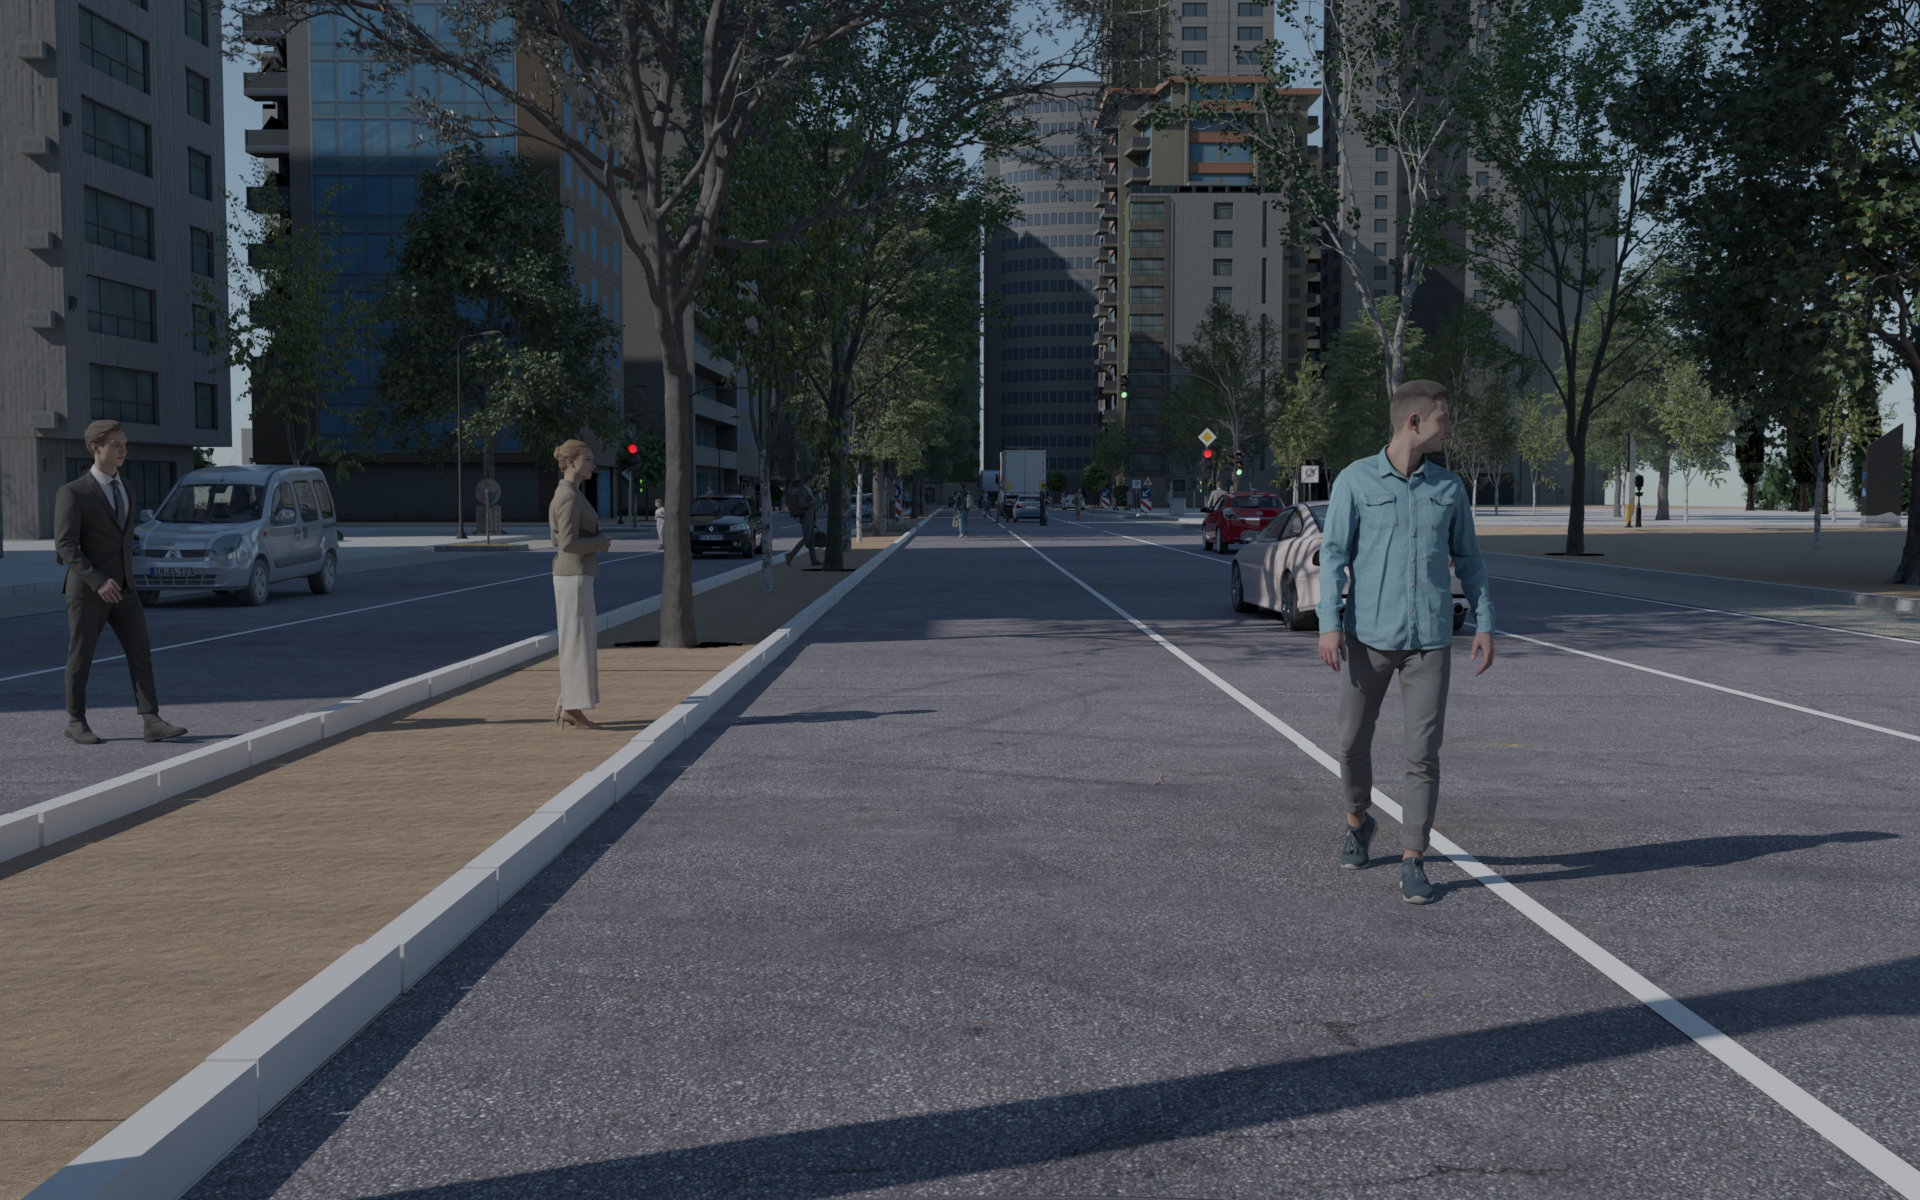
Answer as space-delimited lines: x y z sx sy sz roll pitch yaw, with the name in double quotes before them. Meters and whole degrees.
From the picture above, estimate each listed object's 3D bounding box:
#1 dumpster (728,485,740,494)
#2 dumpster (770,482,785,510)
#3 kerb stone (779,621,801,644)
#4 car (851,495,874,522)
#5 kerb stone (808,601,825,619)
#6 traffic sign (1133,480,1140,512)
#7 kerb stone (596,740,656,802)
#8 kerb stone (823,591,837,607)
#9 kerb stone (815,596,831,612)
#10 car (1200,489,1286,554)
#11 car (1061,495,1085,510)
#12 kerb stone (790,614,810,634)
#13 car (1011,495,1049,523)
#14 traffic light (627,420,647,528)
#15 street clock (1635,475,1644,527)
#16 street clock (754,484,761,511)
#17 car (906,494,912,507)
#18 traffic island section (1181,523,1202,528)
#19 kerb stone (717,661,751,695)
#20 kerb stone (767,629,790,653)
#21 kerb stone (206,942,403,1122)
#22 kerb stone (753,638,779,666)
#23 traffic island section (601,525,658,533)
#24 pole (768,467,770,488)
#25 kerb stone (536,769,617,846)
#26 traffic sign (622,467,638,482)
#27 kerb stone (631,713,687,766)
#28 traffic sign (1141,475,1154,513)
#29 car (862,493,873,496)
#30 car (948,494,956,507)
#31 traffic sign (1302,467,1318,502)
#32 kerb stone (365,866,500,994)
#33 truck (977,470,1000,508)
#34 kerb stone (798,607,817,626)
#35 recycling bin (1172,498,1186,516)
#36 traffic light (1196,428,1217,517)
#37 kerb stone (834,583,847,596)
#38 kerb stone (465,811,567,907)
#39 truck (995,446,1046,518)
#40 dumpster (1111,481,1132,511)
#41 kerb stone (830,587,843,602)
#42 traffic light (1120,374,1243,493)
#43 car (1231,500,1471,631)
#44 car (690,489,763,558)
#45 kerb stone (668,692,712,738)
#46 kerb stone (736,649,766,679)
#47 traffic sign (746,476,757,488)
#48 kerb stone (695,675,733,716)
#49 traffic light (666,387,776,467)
"dumpster" -14.564 -6.608 113.796 1.264 1.857 1.865 0 3 0
"dumpster" -14.542 -8.147 135.702 1.502 2.255 1.985 0 3 0
"kerb stone" -1.666 0.335 16.729 0.120 0.150 1.000 0 3 0
"car" -5.159 -4.769 89.983 2.014 1.417 4.499 0 4 0
"kerb stone" -1.678 0.150 19.813 0.120 0.150 1.000 0 3 0
"traffic sign" 12.905 -7.619 126.708 0.606 2.300 0.079 0 4 0
"kerb stone" -1.655 0.846 8.528 0.120 0.150 1.000 0 3 0
"kerb stone" -1.680 0.024 21.858 0.120 0.150 1.000 0 3 0
"kerb stone" -1.683 0.083 20.834 0.120 0.150 1.000 0 3 0
"car" 7.062 -2.061 42.741 2.155 1.783 4.494 0 4 1
"car" 10.180 -8.760 155.585 2.083 1.381 4.827 0 4 -1
"kerb stone" -1.670 0.275 17.760 0.120 0.150 1.000 0 3 0
"car" 3.576 -4.670 88.364 2.014 1.417 4.499 0 4 2
"traffic light" -12.294 -4.684 65.502 0.839 4.253 0.868 0 3 0
"street clock" 26.083 -3.790 66.534 0.358 2.002 0.471 0 4 8
"street clock" -14.678 -7.414 125.796 0.471 2.002 0.358 0 4 7
"car" -5.133 -11.211 193.087 2.009 1.686 4.222 0 4 -2
"traffic island section" 10.497 -3.142 73.646 2.009 0.180 2.903 0 3 0
"kerb stone" -1.665 0.586 12.617 0.120 0.150 1.000 0 3 0
"kerb stone" -1.671 0.404 15.701 0.120 0.150 1.000 0 3 0
"kerb stone" -1.655 1.086 4.439 0.120 0.150 1.000 0 3 0
"kerb stone" -1.663 0.460 14.675 0.120 0.150 1.000 0 3 0
"traffic island section" -12.334 -2.652 65.637 2.009 0.180 2.903 0 3 0
"pole" -14.398 -8.332 130.066 0.158 3.312 0.155 0 3 0
"kerb stone" -1.658 0.899 7.504 0.120 0.150 1.000 0 3 0
"traffic sign" -14.658 -4.725 76.980 0.795 2.593 0.064 0 4 5
"kerb stone" -1.660 0.773 9.549 0.120 0.150 1.000 0 3 0
"traffic sign" 12.503 -7.052 115.306 0.884 2.594 0.081 1 4 9
"car" -5.851 -6.233 110.708 1.959 1.807 4.718 0 4 -1
"car" -0.368 -11.356 197.469 2.131 1.459 4.920 0 4 2
"traffic sign" 12.752 -3.731 63.135 0.606 2.300 0.079 0 4 5
"kerb stone" -1.653 1.030 5.461 0.120 0.150 1.000 0 3 0
"truck" 3.439 -12.194 189.125 2.967 4.110 18.799 0 4 0
"kerb stone" -1.677 0.209 18.785 0.120 0.150 1.000 0 3 0
"recycling bin" 12.779 -5.411 101.017 0.722 1.027 0.722 1 4 14
"traffic light" 10.457 -5.175 73.532 0.839 4.253 0.868 0 3 0
"kerb stone" -1.689 -0.105 23.914 0.120 0.150 1.000 0 3 0
"kerb stone" -1.654 0.965 6.483 0.120 0.150 1.000 0 3 0
"truck" 3.748 -7.236 107.229 2.839 4.237 11.283 0 4 -1
"dumpster" 12.488 -8.025 133.703 1.502 2.255 1.985 0 4 0
"kerb stone" -1.676 -0.038 22.880 0.120 0.150 1.000 0 3 0
"traffic light" 8.375 -5.550 65.403 4.771 5.953 1.251 0 3 0
"car" 4.308 -0.440 19.561 2.083 1.381 4.827 0 4 -2
"car" -5.483 -1.838 39.832 2.009 1.686 4.222 0 4 -1
"kerb stone" -1.659 0.711 10.573 0.120 0.150 1.000 0 3 0
"kerb stone" -1.665 0.523 13.639 0.120 0.150 1.000 0 3 0
"traffic sign" -14.800 -7.505 122.712 0.884 2.594 0.081 0 4 6
"kerb stone" -1.662 0.649 11.595 0.120 0.150 1.000 0 3 0
"traffic light" -10.213 -6.046 73.525 4.771 5.953 1.251 0 3 0
